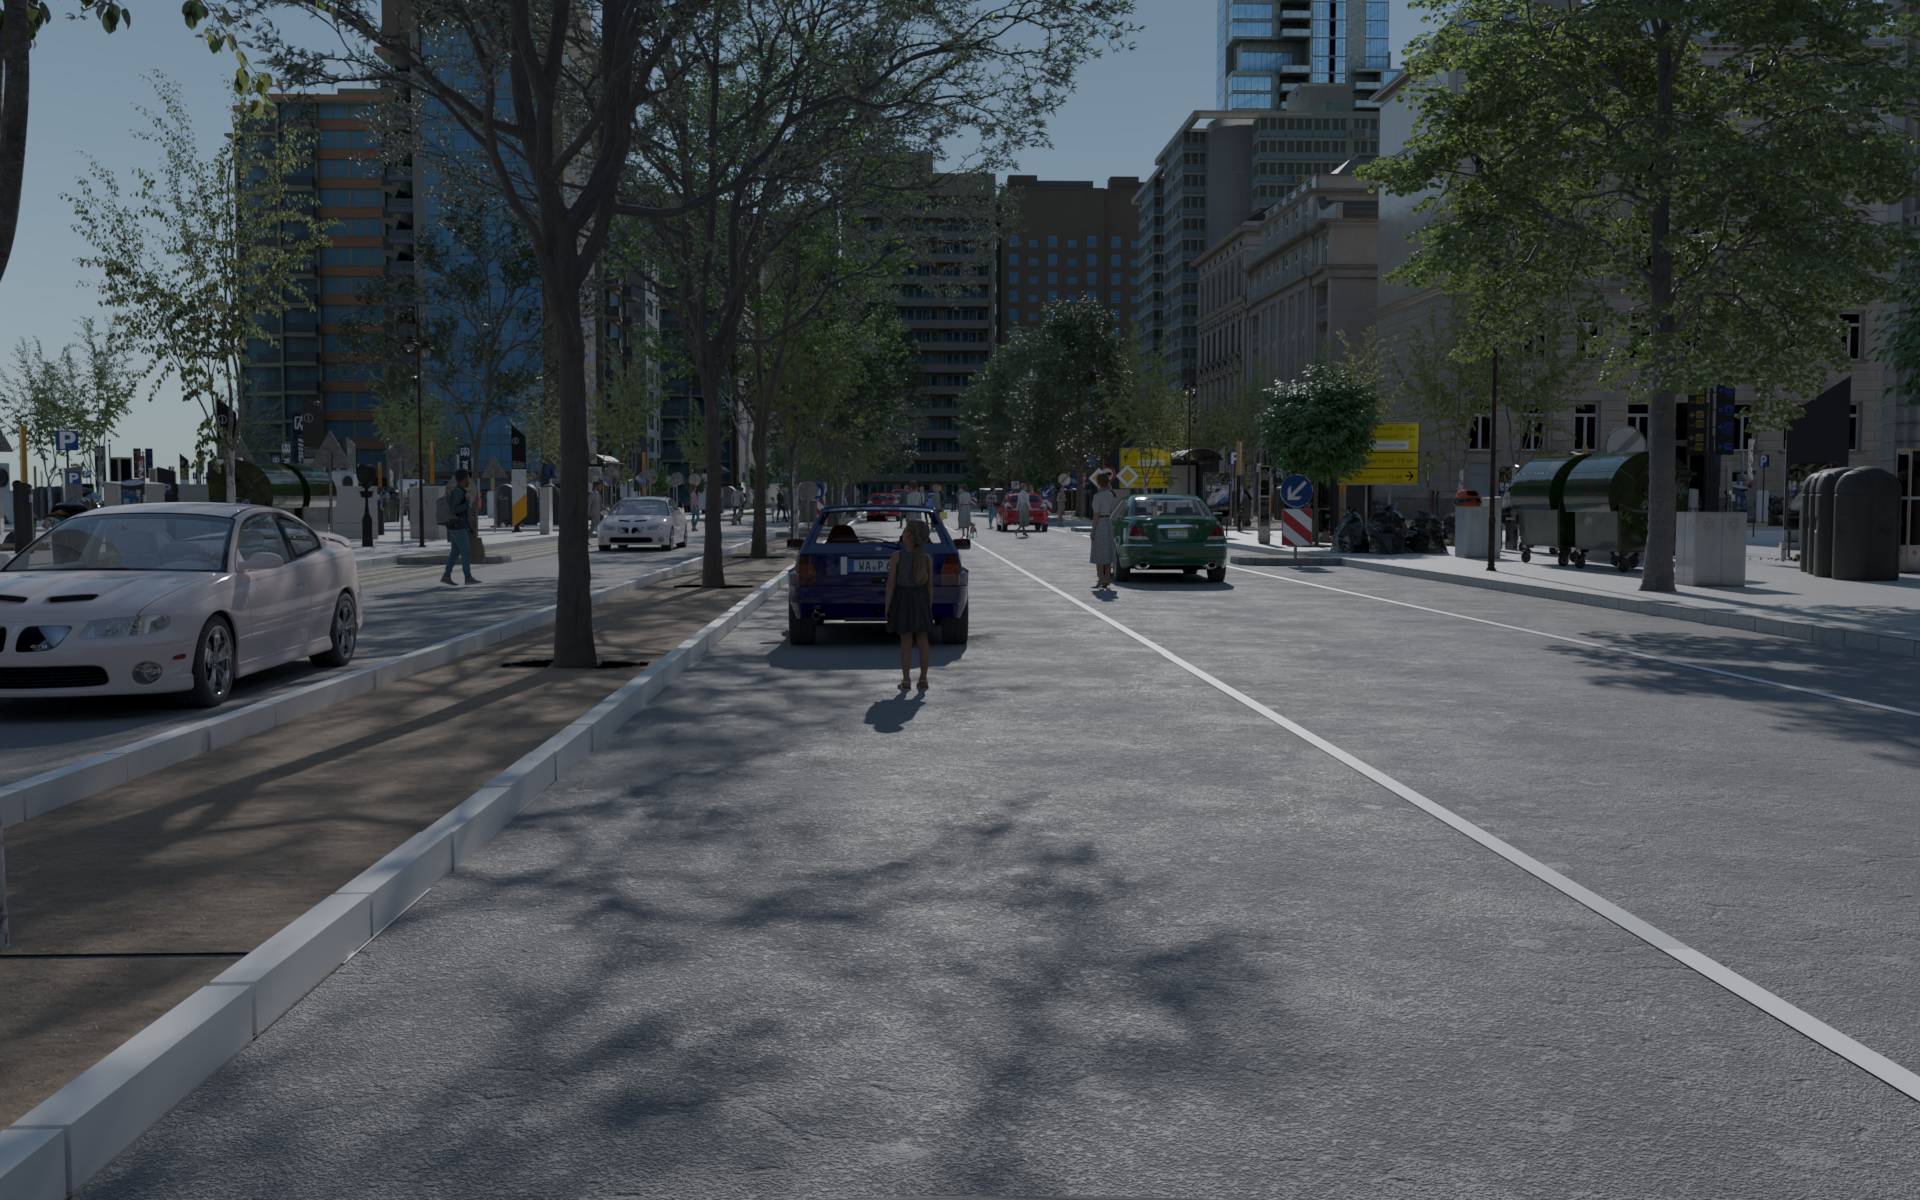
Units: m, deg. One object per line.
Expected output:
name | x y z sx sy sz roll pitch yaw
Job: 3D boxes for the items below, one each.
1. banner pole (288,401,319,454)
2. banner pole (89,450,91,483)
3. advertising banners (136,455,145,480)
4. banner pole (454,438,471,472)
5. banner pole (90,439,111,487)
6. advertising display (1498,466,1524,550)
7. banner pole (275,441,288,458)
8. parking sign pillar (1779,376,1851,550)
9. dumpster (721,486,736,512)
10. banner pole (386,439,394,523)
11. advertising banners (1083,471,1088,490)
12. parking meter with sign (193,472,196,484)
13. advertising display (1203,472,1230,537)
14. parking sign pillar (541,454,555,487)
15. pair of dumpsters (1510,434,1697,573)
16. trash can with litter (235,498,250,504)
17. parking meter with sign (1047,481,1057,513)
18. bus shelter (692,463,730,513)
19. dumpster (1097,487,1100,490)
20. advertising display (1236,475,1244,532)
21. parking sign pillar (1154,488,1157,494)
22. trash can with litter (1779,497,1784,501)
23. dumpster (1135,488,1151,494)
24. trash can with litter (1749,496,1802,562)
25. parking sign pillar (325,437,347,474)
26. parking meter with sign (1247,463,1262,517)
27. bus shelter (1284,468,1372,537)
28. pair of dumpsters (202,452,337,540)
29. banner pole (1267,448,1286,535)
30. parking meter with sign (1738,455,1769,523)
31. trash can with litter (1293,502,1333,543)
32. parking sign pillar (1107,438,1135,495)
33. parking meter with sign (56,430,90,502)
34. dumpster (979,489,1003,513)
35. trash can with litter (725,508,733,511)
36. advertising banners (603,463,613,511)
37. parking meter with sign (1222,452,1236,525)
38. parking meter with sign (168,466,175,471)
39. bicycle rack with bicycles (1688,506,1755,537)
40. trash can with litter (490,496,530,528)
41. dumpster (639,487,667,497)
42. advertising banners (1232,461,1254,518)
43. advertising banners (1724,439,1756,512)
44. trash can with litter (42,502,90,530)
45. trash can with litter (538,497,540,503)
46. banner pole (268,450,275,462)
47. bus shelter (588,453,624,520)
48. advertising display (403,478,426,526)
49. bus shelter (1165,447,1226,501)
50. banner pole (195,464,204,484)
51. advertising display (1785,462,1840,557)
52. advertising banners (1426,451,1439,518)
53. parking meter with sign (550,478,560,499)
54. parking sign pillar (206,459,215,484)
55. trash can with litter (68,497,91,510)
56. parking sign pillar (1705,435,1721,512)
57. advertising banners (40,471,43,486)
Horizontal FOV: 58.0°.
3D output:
banner pole | -17.475 -3.455 46.508 0.863 3.779 0.401 -2 4 -27
banner pole | -41.702 -5.695 83.136 0.401 3.779 0.863 -2 4 -31
advertising banners | -37.044 -5.100 79.569 0.090 3.025 2.074 1 4 17
banner pole | -22.258 -5.344 77.395 0.863 3.779 0.401 -1 4 -17
banner pole | -38.990 -5.440 78.964 0.863 3.779 0.401 -2 4 -27
advertising display | 12.748 -2.127 39.991 0.123 1.923 0.974 -1 4 -15
banner pole | -28.043 -5.046 72.518 0.401 3.779 0.863 2 4 34
parking sign pillar | 19.686 -3.140 39.811 1.447 3.967 1.447 2 4 24
dumpster | -16.960 -7.377 126.368 1.264 1.857 1.865 0 4 -2
banner pole | -25.645 -5.378 77.947 0.401 3.779 0.863 -3 5 -40
advertising banners | 9.545 -7.733 122.622 2.074 3.025 0.090 0 4 4
parking meter with sign | -60.433 -8.712 138.701 1.738 3.016 0.543 0 4 -2
advertising display | 7.658 -2.844 51.709 0.974 1.923 0.123 -2 4 -34
parking sign pillar | -27.708 -7.835 116.567 1.447 3.967 1.447 1 4 9
pair of dumpsters | 11.143 -1.693 30.174 1.574 2.255 4.437 0 4 -2
trash can with litter | -13.580 -1.374 33.518 1.678 1.210 2.233 1 4 18
parking meter with sign | 6.147 -7.406 117.343 0.543 3.016 1.738 -1 4 -13
bus shelter | -16.573 -7.433 115.453 2.014 3.302 5.546 0 4 -2
dumpster | 8.963 -6.616 113.935 1.264 1.857 1.865 0 4 -2
advertising display | 9.511 -3.278 58.813 0.123 1.923 0.974 1 4 17
parking sign pillar | 15.436 -9.180 138.566 1.447 3.967 1.447 1 4 19
trash can with litter | 64.828 -7.602 135.676 1.055 1.170 0.624 2 4 23
dumpster | 9.191 -5.370 90.286 1.502 2.255 1.985 0 4 -2
trash can with litter | 16.058 -1.338 32.927 1.678 1.210 2.233 1 4 16
parking sign pillar | -29.682 -5.712 81.863 1.447 3.967 1.447 0 4 5
parking meter with sign | 16.160 -6.211 97.813 0.543 3.016 1.738 -3 5 -41
bus shelter | 11.572 -3.921 55.396 1.731 3.624 6.357 0 4 -2
pair of dumpsters | -15.213 -2.189 38.290 1.574 2.255 4.437 0 4 -2
banner pole | 9.810 -3.910 53.951 0.863 3.779 0.401 0 4 -5
parking meter with sign | 34.771 -4.908 76.512 1.738 3.016 0.543 -1 4 -12
trash can with litter | 9.306 -2.090 45.566 1.055 1.170 0.624 -1 4 -21
parking sign pillar | 7.814 -5.850 84.119 1.447 3.967 1.447 2 4 30
parking meter with sign | -23.996 -3.090 46.779 0.543 3.016 1.738 -2 4 -32
dumpster | 2.410 -7.752 134.955 1.865 1.857 1.264 0 4 -4
trash can with litter | -18.487 -7.530 134.180 2.233 1.210 1.678 0 4 -3
advertising banners | -20.236 -6.167 97.025 0.090 3.025 2.074 1 4 21
parking meter with sign | 10.987 -4.626 71.894 0.543 3.016 1.738 -1 4 -20
parking meter with sign | -50.307 -6.887 108.864 1.738 3.016 0.543 0 4 6
bicycle rack with bicycles | 22.217 -2.322 51.352 2.852 0.926 2.925 3 4 37
trash can with litter | -17.175 -3.383 66.367 1.678 1.210 2.233 2 4 26
dumpster | -18.927 -6.367 106.595 1.502 2.255 1.985 0 4 -2
advertising banners | 14.507 -5.813 91.232 2.074 3.025 0.090 -1 4 -13
advertising banners | 24.515 -3.562 54.427 2.074 3.025 0.090 -3 5 -42
trash can with litter | -12.721 -0.814 24.701 0.624 1.170 1.055 -2 4 -26
trash can with litter | -32.048 -7.231 129.620 0.624 1.170 1.055 3 5 40
banner pole | -38.995 -6.631 98.438 0.863 3.779 0.401 0 4 6
bus shelter | -18.437 -5.737 87.731 2.014 3.302 5.546 0 4 -2
advertising display | -22.222 -3.989 70.435 0.974 1.923 0.123 -1 4 -16
bus shelter | 10.419 -5.133 77.852 2.014 3.302 5.546 0 4 -2
banner pole | -54.207 -8.174 123.659 0.401 3.779 0.863 2 4 29
advertising display | 17.065 -1.803 34.694 0.123 1.923 0.974 -3 5 -42
advertising banners | 19.071 -4.512 69.958 0.090 3.025 2.074 0 4 2
parking meter with sign | -19.584 -5.382 84.263 1.738 3.016 0.543 -2 4 -30
parking sign pillar | -42.357 -6.758 98.965 1.447 3.967 1.447 -3 5 -44
trash can with litter | -22.059 -2.024 44.144 2.233 1.210 1.678 0 4 -7
parking sign pillar | 34.605 -5.576 79.641 1.447 3.967 1.447 1 4 15
advertising banners | -70.089 -8.294 131.786 0.090 3.025 2.074 -3 5 -43
